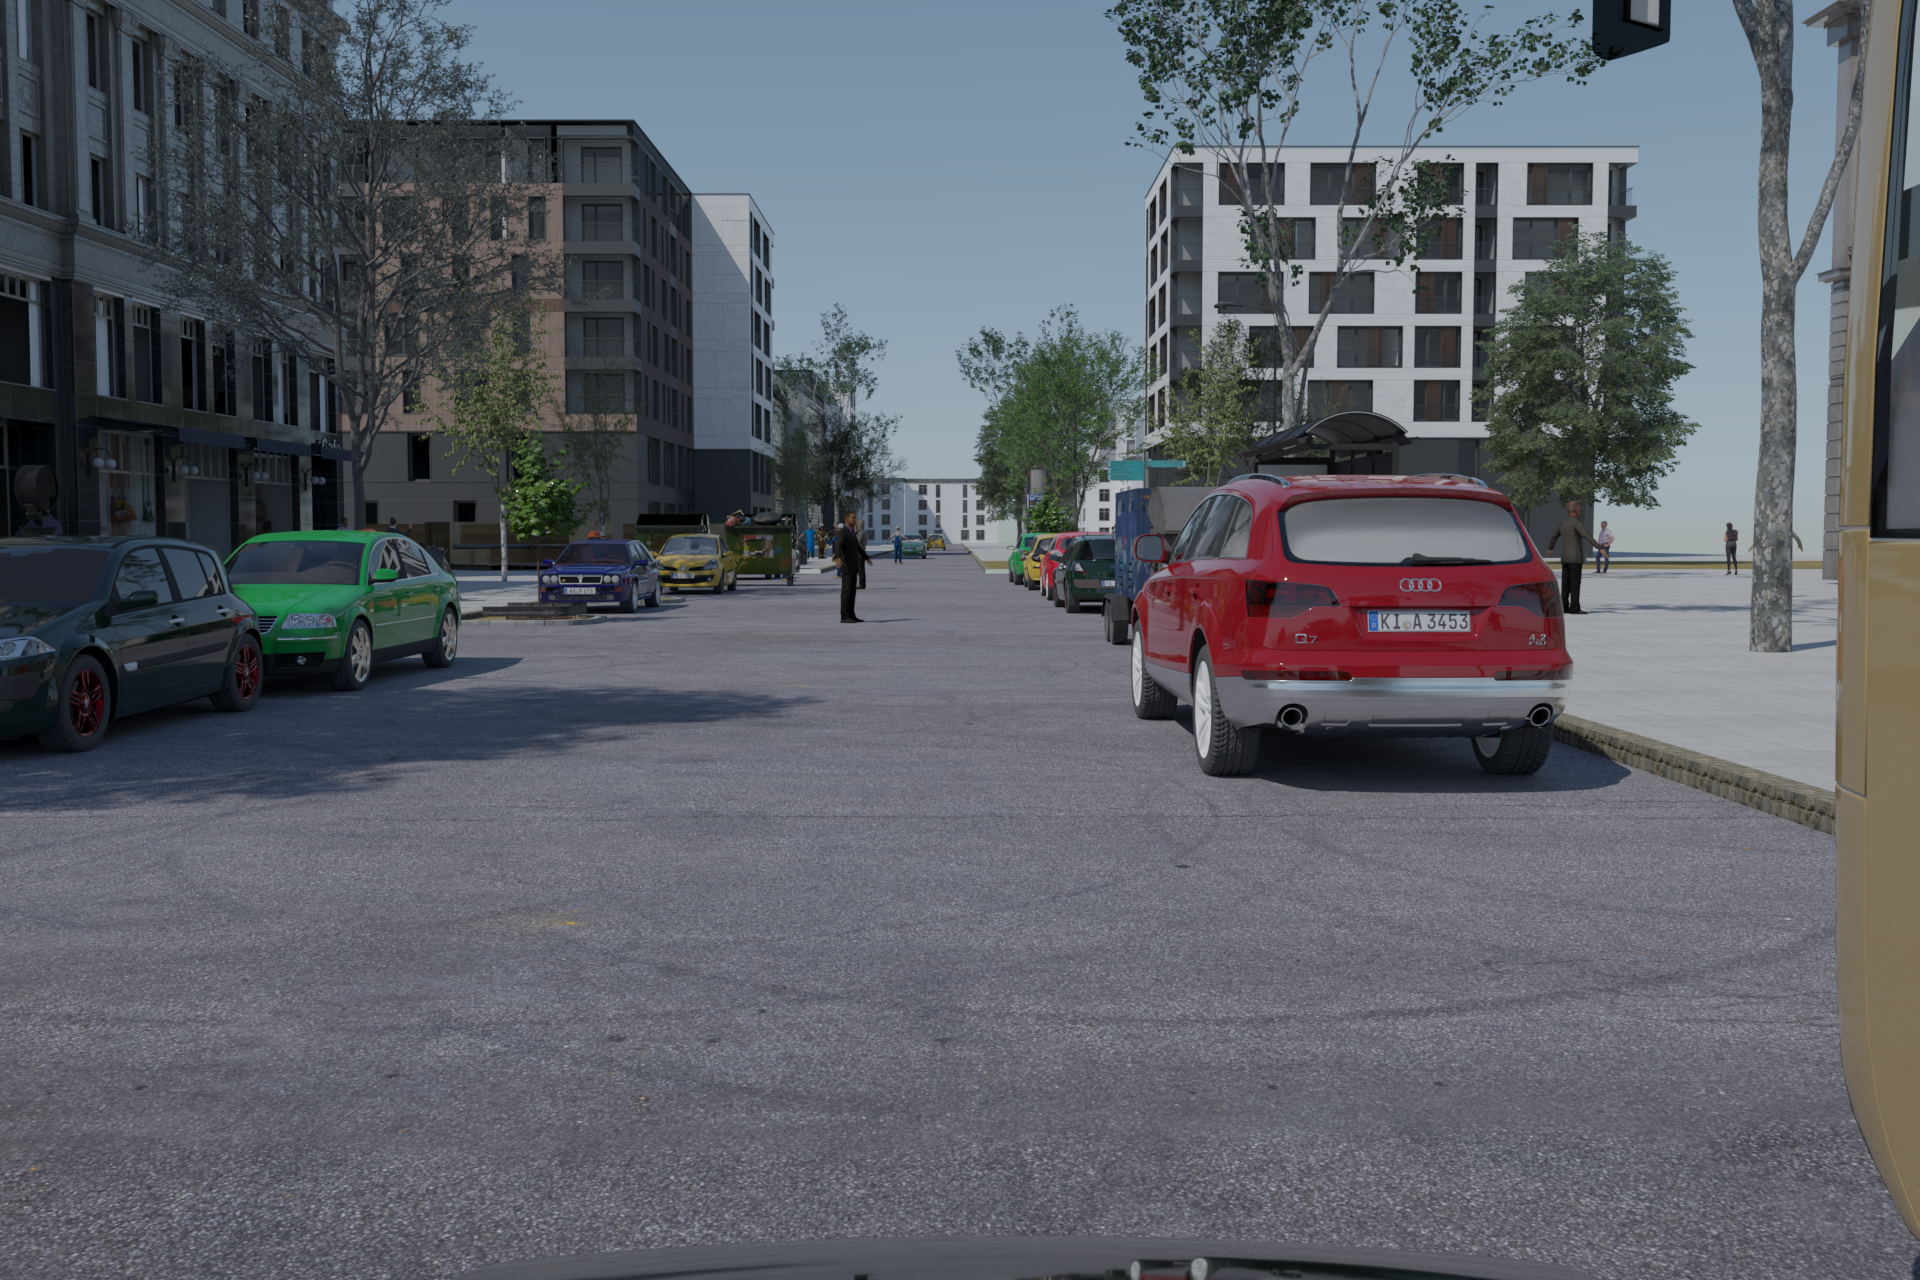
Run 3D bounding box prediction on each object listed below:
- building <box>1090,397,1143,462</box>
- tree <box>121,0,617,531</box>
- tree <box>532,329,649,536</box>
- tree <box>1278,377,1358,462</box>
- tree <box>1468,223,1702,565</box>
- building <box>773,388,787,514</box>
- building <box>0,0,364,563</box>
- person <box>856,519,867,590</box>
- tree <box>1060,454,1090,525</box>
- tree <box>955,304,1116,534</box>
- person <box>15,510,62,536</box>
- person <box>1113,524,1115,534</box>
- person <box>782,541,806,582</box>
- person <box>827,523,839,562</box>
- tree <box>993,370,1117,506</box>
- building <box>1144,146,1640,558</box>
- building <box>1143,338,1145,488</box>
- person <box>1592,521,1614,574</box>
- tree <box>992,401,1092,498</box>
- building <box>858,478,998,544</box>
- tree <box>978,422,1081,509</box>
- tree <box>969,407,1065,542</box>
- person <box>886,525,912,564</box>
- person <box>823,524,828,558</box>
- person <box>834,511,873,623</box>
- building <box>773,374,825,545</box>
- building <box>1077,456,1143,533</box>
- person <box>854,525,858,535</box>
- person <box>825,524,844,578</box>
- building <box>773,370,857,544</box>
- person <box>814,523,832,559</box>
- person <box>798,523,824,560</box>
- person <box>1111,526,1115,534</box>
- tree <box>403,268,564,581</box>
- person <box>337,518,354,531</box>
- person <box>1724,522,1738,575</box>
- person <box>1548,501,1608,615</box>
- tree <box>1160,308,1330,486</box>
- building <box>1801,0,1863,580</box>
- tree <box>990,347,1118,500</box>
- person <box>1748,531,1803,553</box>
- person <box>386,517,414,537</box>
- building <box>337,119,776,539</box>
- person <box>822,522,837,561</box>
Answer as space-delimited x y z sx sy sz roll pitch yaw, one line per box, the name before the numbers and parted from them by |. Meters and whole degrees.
building | 23.035 -23.360 238.351 16.016 20.090 11.380 0 3 0
tree | -12.491 -7.680 35.945 12.009 13.543 11.850 0 3 0
tree | -12.530 -6.808 61.676 4.360 8.622 3.978 0 3 0
tree | 17.177 -7.956 80.445 4.360 8.622 3.978 0 3 0
tree | 26.129 -10.143 72.501 9.857 13.997 8.962 0 3 0
building | -28.911 -21.674 185.299 19.493 23.208 18.063 0 4 -1
building | -29.671 -16.788 54.080 16.754 29.471 25.880 0 4 0
person | -2.599 -2.221 44.895 0.705 1.813 1.348 1 4 9
tree | 18.047 -21.642 260.500 9.857 13.997 8.962 0 3 0
tree | 6.753 -17.453 141.250 12.611 20.169 13.585 0 3 0
person | -13.022 -1.093 24.361 0.568 1.767 0.683 1 4 21
person | 7.628 -4.818 85.039 0.705 1.796 1.348 -1 4 -9
person | -5.173 -2.684 52.203 0.705 1.847 1.347 3 4 38
person | -5.686 -4.510 79.878 0.704 1.812 1.346 -3 4 -36
tree | 5.837 -11.079 106.891 9.928 11.665 9.643 0 3 0
building | 25.137 -16.134 107.759 27.936 21.610 32.646 0 3 0
building | 25.008 -16.831 141.644 16.747 18.905 31.486 0 3 0
person | 20.841 -3.007 56.138 0.436 1.711 0.756 0 4 -7
tree | 5.692 -11.826 119.106 9.928 11.665 9.643 0 3 0
building | -8.235 -19.151 257.721 28.070 9.664 9.099 0 4 -2
tree | 5.382 -11.956 129.894 8.767 10.594 7.601 0 4 7
tree | 5.390 -15.342 157.491 9.857 13.997 8.962 0 3 0
person | -2.944 -4.553 82.757 1.347 1.847 0.705 1 4 20
person | -7.200 -5.195 91.076 1.345 1.843 0.704 2 4 31
person | -1.763 -1.178 27.942 0.704 1.802 1.346 1 4 20
building | -26.428 -22.855 204.610 19.493 23.208 18.063 0 4 1
building | 19.082 -15.814 200.702 9.099 9.664 28.070 0 4 -1
person | -5.820 -5.541 96.784 1.347 1.806 0.705 1 4 9
person | -3.928 -2.889 56.154 0.721 1.772 1.216 3 5 39
building | -28.742 -23.703 231.513 27.936 21.610 32.646 0 4 0
person | -7.135 -5.106 89.243 0.705 1.858 1.354 3 5 42
person | -7.545 -4.966 87.323 1.347 1.817 0.704 0 4 -1
person | 8.811 -5.747 100.762 0.721 1.733 1.217 2 4 31
tree | -12.528 -5.894 46.723 4.737 8.622 4.395 0 3 0
person | -19.934 -3.062 56.226 1.344 1.810 0.704 -2 4 -35
person | 24.033 -2.843 54.000 0.415 1.643 0.593 3 5 44
person | 9.831 -1.319 27.746 0.705 1.807 1.348 -1 4 -20
tree | 11.736 -8.388 71.558 7.601 10.594 8.767 1 4 10
building | 28.087 -11.732 32.472 13.314 22.015 24.055 0 3 0
tree | 5.194 -10.393 95.675 9.928 11.665 9.643 0 3 0
person | 16.514 -1.724 35.025 1.217 1.735 0.721 -1 4 -11
person | -14.771 -2.377 45.712 0.742 1.727 0.445 -1 4 -10
building | -26.552 -15.782 102.005 27.936 21.610 32.646 0 3 0
person | -5.899 -4.685 82.371 1.354 1.856 0.705 -1 4 -18
